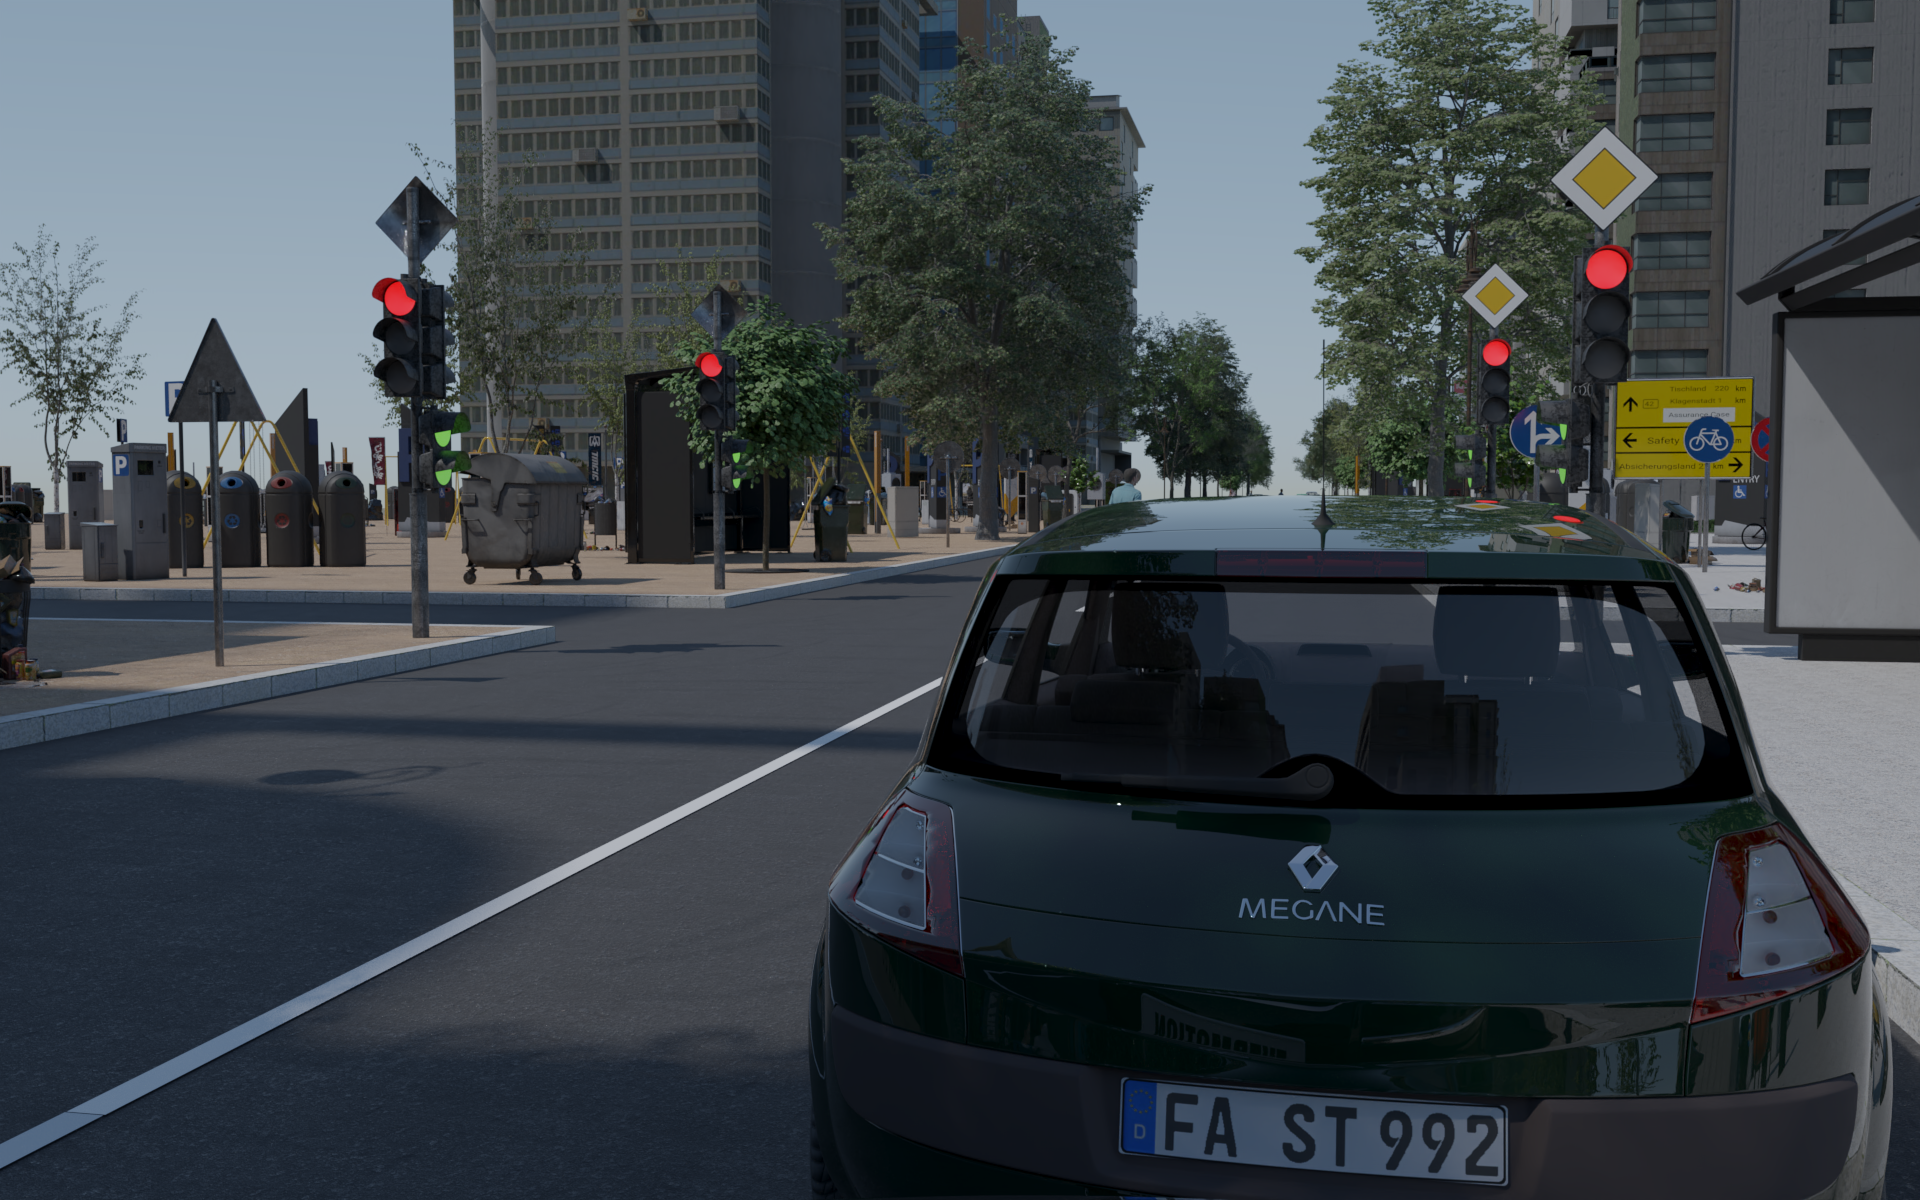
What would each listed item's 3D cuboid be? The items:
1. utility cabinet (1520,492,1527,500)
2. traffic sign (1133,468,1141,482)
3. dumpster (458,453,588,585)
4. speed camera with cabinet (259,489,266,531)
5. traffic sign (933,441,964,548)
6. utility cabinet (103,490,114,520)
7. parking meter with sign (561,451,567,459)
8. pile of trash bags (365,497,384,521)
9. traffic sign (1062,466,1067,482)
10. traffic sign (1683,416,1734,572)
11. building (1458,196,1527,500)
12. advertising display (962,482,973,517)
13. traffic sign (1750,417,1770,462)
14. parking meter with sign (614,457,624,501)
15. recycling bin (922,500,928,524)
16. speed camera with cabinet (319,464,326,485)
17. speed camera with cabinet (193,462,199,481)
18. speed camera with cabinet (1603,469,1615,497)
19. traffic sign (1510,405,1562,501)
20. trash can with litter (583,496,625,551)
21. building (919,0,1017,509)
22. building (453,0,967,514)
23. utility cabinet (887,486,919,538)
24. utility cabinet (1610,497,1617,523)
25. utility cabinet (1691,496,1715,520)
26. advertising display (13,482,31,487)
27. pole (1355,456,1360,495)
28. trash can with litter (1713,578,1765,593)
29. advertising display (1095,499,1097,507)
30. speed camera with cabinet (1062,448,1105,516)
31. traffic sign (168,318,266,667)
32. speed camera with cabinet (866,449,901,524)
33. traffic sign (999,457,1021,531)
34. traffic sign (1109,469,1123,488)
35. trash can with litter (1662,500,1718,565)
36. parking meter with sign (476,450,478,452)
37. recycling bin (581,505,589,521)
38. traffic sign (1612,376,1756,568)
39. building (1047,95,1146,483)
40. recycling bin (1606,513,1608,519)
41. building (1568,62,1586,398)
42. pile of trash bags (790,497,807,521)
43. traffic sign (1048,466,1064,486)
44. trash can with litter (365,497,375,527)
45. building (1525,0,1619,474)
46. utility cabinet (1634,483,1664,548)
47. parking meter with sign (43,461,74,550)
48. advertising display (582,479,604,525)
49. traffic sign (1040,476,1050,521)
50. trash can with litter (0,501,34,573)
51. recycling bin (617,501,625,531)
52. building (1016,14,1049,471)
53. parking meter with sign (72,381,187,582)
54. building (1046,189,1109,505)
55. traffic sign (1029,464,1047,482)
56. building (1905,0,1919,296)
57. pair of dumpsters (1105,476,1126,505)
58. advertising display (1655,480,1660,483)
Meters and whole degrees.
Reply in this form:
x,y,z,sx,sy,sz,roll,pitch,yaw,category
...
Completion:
x,y,z,sx,sy,sz,roll,pitch,yaw,category
18.555,-2.863,55.484,1.173,1.500,0.318,0,4,2,utility cabinet
8.439,-5.158,84.434,0.768,2.556,0.104,1,4,18,traffic sign
-6.320,-1.180,25.059,1.264,1.857,1.865,1,4,11,dumpster
-23.589,-4.000,59.735,0.660,3.252,2.038,2,4,32,speed camera with cabinet
-0.288,-2.532,41.505,0.768,2.556,0.104,1,4,15,traffic sign
-41.641,-4.636,84.473,0.318,1.500,1.173,0,4,-2,utility cabinet
-16.397,-4.504,69.895,0.543,3.016,1.738,0,4,5,parking meter with sign
-28.806,-4.500,83.321,1.912,1.369,3.447,-1,4,-11,pile of trash bags
4.861,-4.768,78.060,0.768,2.556,0.104,1,4,14,traffic sign
12.197,-1.724,28.286,0.768,2.556,0.104,1,4,13,traffic sign
80.291,-33.063,232.463,32.217,40.220,23.993,1,4,11,building
0.596,-5.499,95.117,0.974,1.923,0.123,1,4,9,advertising display
13.254,-1.719,28.212,0.768,2.556,0.104,1,4,12,traffic sign
-15.996,-5.309,83.058,0.543,3.016,1.738,1,4,11,parking meter with sign
-1.151,-3.729,73.525,0.722,1.027,0.722,2,4,26,recycling bin
-18.425,-3.379,49.577,0.660,3.252,2.038,-2,4,-24,speed camera with cabinet
-48.283,-6.941,107.816,2.038,3.252,0.660,2,4,30,speed camera with cabinet
23.016,-4.148,62.159,0.660,3.252,2.038,2,4,31,speed camera with cabinet
8.260,-1.511,24.817,0.768,2.556,0.104,1,4,16,traffic sign
-7.689,-1.721,39.199,2.233,1.210,1.678,1,4,9,trash can with litter
-3.677,-29.425,131.213,14.600,45.320,14.200,1,4,11,building
-15.913,-25.835,114.279,32.217,40.220,23.993,1,4,11,building
-1.677,-2.574,50.770,0.318,1.500,1.173,2,4,34,utility cabinet
16.517,-2.053,44.732,1.020,1.237,0.306,-2,4,-35,utility cabinet
29.559,-3.534,68.945,1.020,1.237,0.306,-2,4,-28,utility cabinet
-50.707,-5.411,93.676,0.974,1.923,0.123,0,4,7,advertising display
21.292,-6.050,92.759,0.158,3.312,0.155,0,3,0,pole
10.800,-0.721,22.845,1.678,1.210,2.233,0,4,8,trash can with litter
6.893,-4.919,85.637,0.123,1.923,0.974,-1,4,-15,advertising display
5.166,-4.879,74.112,2.038,3.252,0.660,1,4,17,speed camera with cabinet
-5.510,-0.784,12.816,0.884,2.594,0.081,1,4,19,traffic sign
-3.415,-4.914,74.687,0.660,3.252,2.038,3,5,40,speed camera with cabinet
1.727,-3.679,60.251,0.768,2.556,0.104,1,4,15,traffic sign
7.940,-5.395,88.320,0.768,2.556,0.104,1,4,16,traffic sign
13.386,-1.247,31.778,0.624,1.170,1.055,-2,4,-35,trash can with litter
-18.504,-4.483,69.563,1.738,3.016,0.543,-1,4,-16,parking meter with sign
-18.351,-4.383,84.221,0.722,1.027,0.722,-2,4,-25,recycling bin
12.602,-2.224,30.238,2.265,3.308,0.079,1,4,19,traffic sign
9.644,-39.517,235.341,28.713,52.752,27.495,1,4,11,building
8.098,-0.643,23.061,0.722,1.027,0.722,-2,4,-30,recycling bin
48.329,-21.105,116.769,14.160,30.474,14.107,1,4,11,building
-8.771,-4.530,83.823,3.447,1.369,1.912,3,4,37,pile of trash bags
4.272,-4.724,77.337,0.768,2.556,0.104,1,4,17,traffic sign
-23.864,-3.478,67.921,1.678,1.210,2.233,3,5,41,trash can with litter
59.971,-33.386,135.107,28.713,52.752,27.495,1,4,11,building
14.607,-1.714,36.701,0.318,1.500,1.173,0,4,8,utility cabinet
-20.171,-2.671,39.933,1.738,3.016,0.543,-1,4,-11,parking meter with sign
-15.476,-4.145,72.981,0.974,1.923,0.123,-3,4,-38,advertising display
3.838,-5.039,82.389,0.884,2.594,0.081,1,4,20,traffic sign
-14.722,-0.946,26.855,0.624,1.170,1.055,-2,4,-27,trash can with litter
-11.584,-2.966,61.049,0.722,1.027,0.722,3,4,36,recycling bin
-0.559,-28.227,145.111,14.154,41.232,14.086,1,4,11,building
-12.355,-1.821,26.031,0.543,3.016,1.738,1,4,23,parking meter with sign
3.804,-31.675,209.759,32.217,40.220,23.993,1,4,11,building
3.308,-4.510,73.852,0.768,2.556,0.104,1,4,15,traffic sign
37.513,-18.871,80.239,14.160,30.474,14.107,1,4,11,building
8.297,-5.515,92.666,1.574,2.255,4.437,1,4,12,pair of dumpsters
25.390,-3.606,64.164,0.974,1.923,0.123,3,5,40,advertising display
